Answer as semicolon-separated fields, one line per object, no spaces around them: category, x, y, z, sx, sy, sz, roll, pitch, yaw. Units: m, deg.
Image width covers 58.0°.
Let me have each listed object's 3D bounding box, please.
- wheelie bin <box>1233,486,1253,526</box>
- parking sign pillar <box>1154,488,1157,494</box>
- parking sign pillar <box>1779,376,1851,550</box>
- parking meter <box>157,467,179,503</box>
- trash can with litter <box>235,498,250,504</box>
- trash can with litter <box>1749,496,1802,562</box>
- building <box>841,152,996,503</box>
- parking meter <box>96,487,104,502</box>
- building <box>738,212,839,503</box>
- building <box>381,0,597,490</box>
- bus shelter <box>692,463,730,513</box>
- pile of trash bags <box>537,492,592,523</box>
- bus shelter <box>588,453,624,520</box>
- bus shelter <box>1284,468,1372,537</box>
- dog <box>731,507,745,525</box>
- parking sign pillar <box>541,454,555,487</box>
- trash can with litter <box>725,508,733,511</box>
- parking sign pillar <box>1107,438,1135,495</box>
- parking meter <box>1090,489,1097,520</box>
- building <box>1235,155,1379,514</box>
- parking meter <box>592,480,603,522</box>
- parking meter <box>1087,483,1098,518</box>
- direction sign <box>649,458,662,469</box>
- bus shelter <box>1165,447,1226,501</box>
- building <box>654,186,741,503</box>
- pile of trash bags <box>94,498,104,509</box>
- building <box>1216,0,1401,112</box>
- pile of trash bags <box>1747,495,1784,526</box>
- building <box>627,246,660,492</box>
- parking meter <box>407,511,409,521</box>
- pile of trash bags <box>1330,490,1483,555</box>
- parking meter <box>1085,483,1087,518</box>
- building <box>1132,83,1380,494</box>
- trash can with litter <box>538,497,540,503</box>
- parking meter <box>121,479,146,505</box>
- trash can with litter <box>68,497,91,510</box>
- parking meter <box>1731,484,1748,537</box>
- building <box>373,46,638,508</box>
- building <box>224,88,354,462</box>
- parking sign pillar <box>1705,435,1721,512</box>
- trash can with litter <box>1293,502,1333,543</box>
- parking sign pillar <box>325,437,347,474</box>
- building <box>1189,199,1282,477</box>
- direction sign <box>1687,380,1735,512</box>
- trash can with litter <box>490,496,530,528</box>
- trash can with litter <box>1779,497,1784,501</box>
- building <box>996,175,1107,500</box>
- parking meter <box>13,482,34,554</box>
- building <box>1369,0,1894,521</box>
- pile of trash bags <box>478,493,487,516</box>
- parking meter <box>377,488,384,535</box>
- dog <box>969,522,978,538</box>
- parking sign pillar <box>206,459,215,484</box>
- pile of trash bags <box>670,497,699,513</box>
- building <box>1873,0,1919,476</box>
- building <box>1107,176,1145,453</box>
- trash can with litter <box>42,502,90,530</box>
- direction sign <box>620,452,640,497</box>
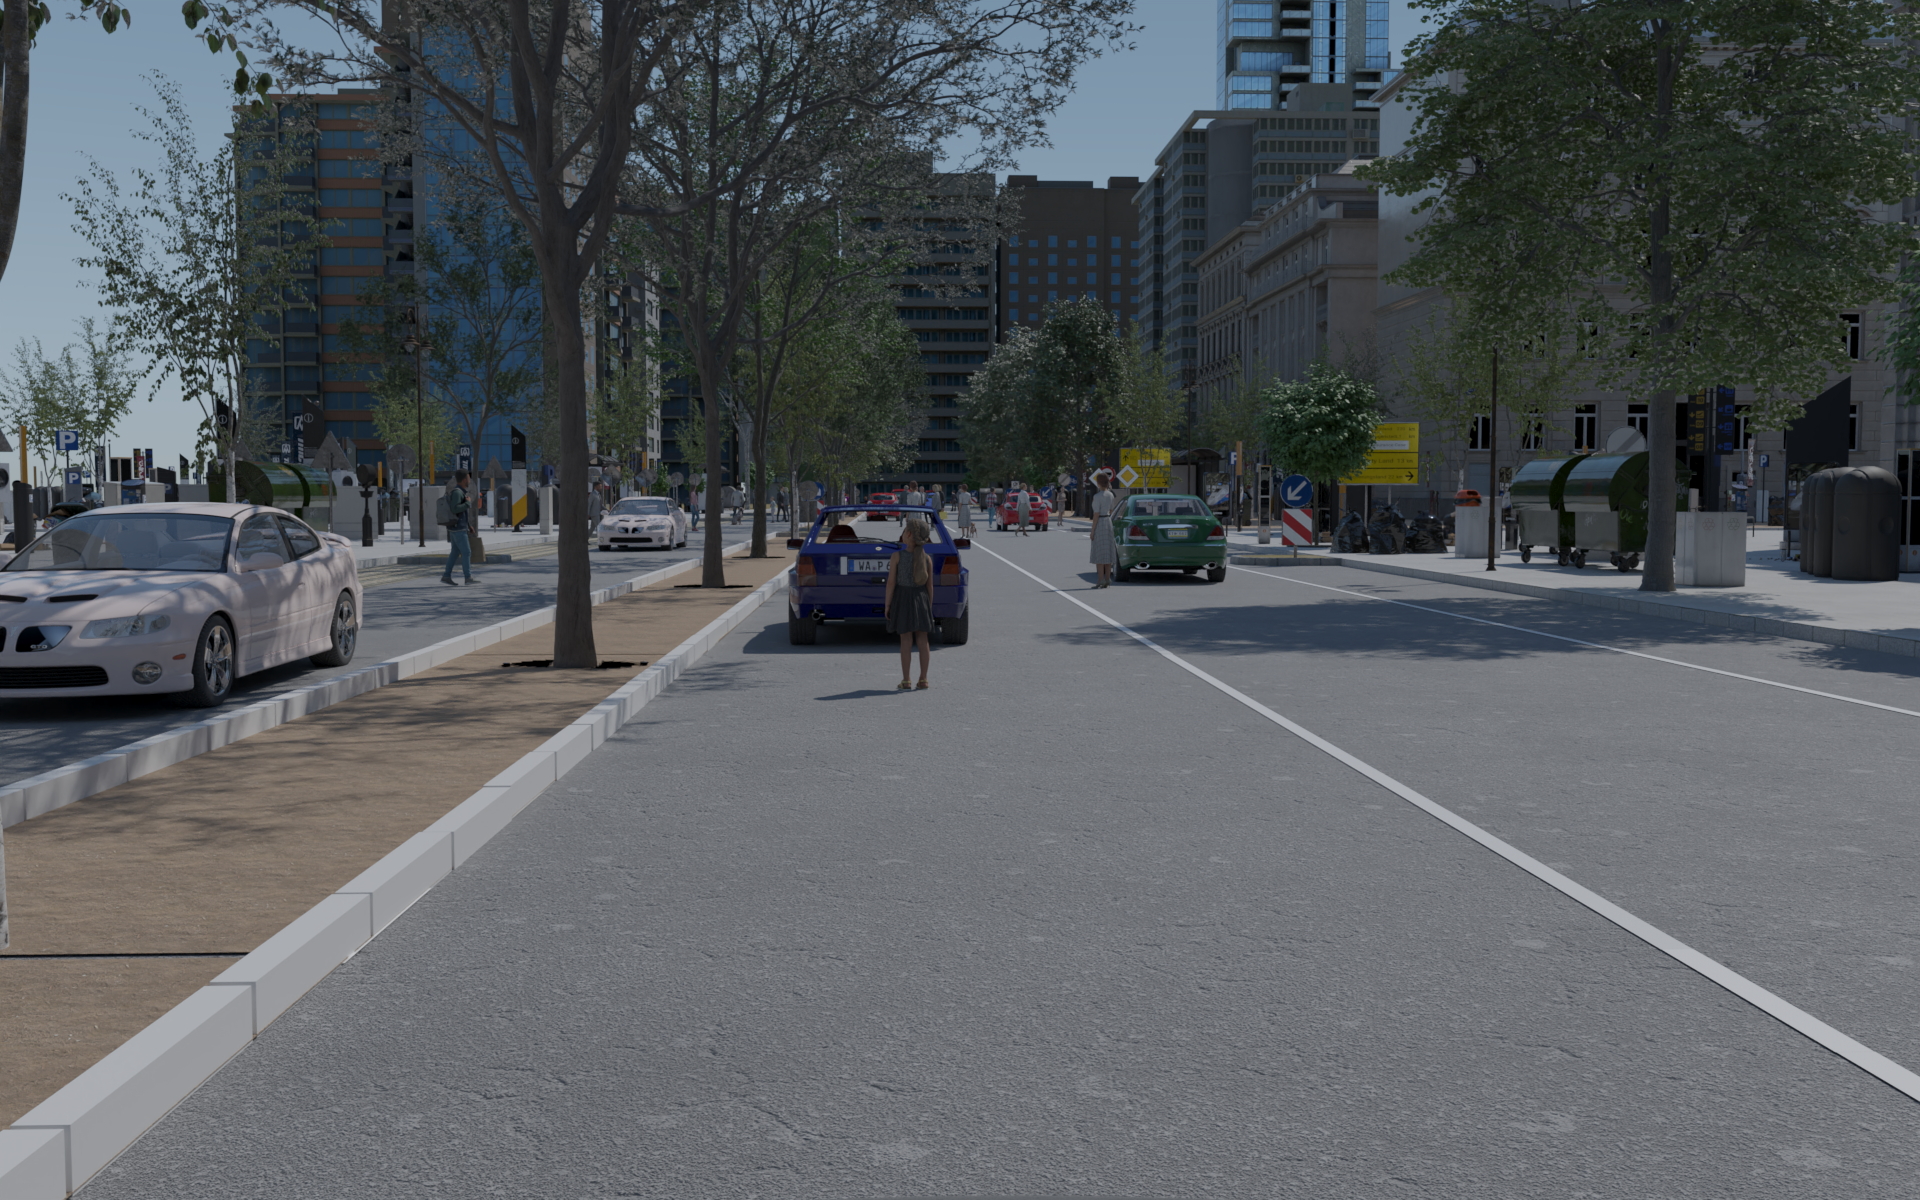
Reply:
wheelie bin;11.258;-3.736;68.999;0.693;1.594;0.980;0;4;-6
parking sign pillar;15.436;-9.180;138.566;1.447;3.967;1.447;1;4;19
parking sign pillar;19.686;-3.140;39.811;1.447;3.967;1.447;2;4;24
parking meter;-16.883;-1.910;36.947;0.399;1.863;0.255;-1;4;-19
trash can with litter;-13.580;-1.374;33.518;1.678;1.210;2.233;1;4;18
trash can with litter;16.058;-1.338;32.927;1.678;1.210;2.233;1;4;16
building;-6.042;-38.180;247.939;21.600;48.544;21.300;0;4;-2
parking meter;-45.552;-5.259;91.702;0.255;1.863;0.399;-1;4;-17
building;-24.072;-34.304;244.457;14.086;41.232;14.154;0;4;-2
building;-39.041;-30.345;146.253;14.600;45.320;14.200;0;4;-2
bus shelter;-16.573;-7.433;115.453;2.014;3.302;5.546;0;4;-2
pile of trash bags;-17.884;-4.154;77.672;3.447;1.369;1.912;0;4;4
bus shelter;-18.437;-5.737;87.731;2.014;3.302;5.546;0;4;-2
bus shelter;11.572;-3.921;55.396;1.731;3.624;6.357;0;4;-2
dog;-10.402;-3.864;80.009;0.800;0.831;0.513;1;4;10
parking sign pillar;-27.708;-7.835;116.567;1.447;3.967;1.447;1;4;9
trash can with litter;-18.487;-7.530;134.180;2.233;1.210;1.678;0;4;-3
parking sign pillar;7.814;-5.850;84.119;1.447;3.967;1.447;2;4;30
parking meter;6.598;-4.723;85.633;0.372;1.533;0.369;0;3;0
building;26.393;-16.403;109.983;13.314;21.916;24.055;0;4;-2
parking meter;-14.730;-3.959;70.434;0.399;1.863;0.255;1;4;10
parking meter;6.822;-5.052;88.310;0.399;1.863;0.255;0;4;7
direction sign;-19.251;-7.192;109.588;0.876;3.537;0.379;1;4;11
bus shelter;10.419;-5.133;77.852;2.014;3.302;5.546;0;4;-2
building;-45.879;-36.285;247.885;28.867;44.769;22.147;0;4;-2
pile of trash bags;-26.922;-2.803;55.581;1.912;1.369;3.447;3;5;40
building;49.661;-57.360;250.503;31.000;86.520;22.319;0;4;-2
pile of trash bags;33.022;-3.686;70.025;3.447;1.369;1.912;3;5;44
building;-41.303;-25.896;195.096;14.107;30.474;14.160;0;4;-2
parking meter;-26.268;-4.714;82.787;0.255;1.863;0.399;-2;4;-26
pile of trash bags;9.948;-1.722;37.914;3.447;1.369;1.912;-1;4;-23
parking meter;6.822;-5.300;92.366;0.255;1.863;0.399;-1;4;-13
building;32.827;-29.127;168.107;32.217;40.220;23.993;0;4;-2
trash can with litter;-32.048;-7.231;129.620;0.624;1.170;1.055;3;5;40
parking meter;-13.673;-1.239;28.677;0.372;1.533;0.369;0;3;0
trash can with litter;-22.059;-2.024;44.144;2.233;1.210;1.678;0;4;-7
parking meter;19.877;-2.188;44.181;0.372;1.533;0.369;0;3;0
building;-43.236;-31.398;167.979;22.147;44.769;28.867;0;4;-2
building;-62.910;-32.750;190.093;28.867;44.769;22.147;0;4;-2
parking sign pillar;34.605;-5.576;79.641;1.447;3.967;1.447;1;4;15
trash can with litter;9.306;-2.090;45.566;1.055;1.170;0.624;-1;4;-21
parking sign pillar;-29.682;-5.712;81.863;1.447;3.967;1.447;0;4;5
building;24.583;-18.543;132.054;11.050;23.489;19.941;0;4;-2
direction sign;15.040;-2.615;34.751;0.876;3.537;0.379;2;4;34
trash can with litter;-17.175;-3.383;66.367;1.678;1.210;2.233;2;4;26
trash can with litter;64.828;-7.602;135.676;1.055;1.170;0.624;2;4;23
building;12.483;-36.444;245.967;14.200;45.320;14.600;0;4;-2
parking meter;-20.232;-1.774;37.414;0.372;1.533;0.369;0;3;0
building;34.660;-17.752;87.505;25.104;27.353;12.463;0;4;-2
pile of trash bags;-28.670;-5.640;101.971;1.912;1.369;3.447;-2;4;-28
parking meter;-18.123;-2.782;53.904;0.372;1.533;0.369;0;3;0
dog;0.441;-2.314;57.120;0.406;0.507;0.540;-2;4;-25
parking sign pillar;-42.357;-6.758;98.965;1.447;3.967;1.447;-3;5;-44
pile of trash bags;-18.445;-6.714;119.525;3.447;1.369;1.912;0;4;-7
building;30.158;-11.698;33.060;13.314;21.916;24.055;0;4;-2
building;26.649;-36.512;247.081;14.200;45.320;14.600;0;4;-2
trash can with litter;-12.721;-0.814;24.701;0.624;1.170;1.055;-2;4;-26
direction sign;-17.927;-6.208;93.490;0.876;3.537;0.379;-3;4;-38
